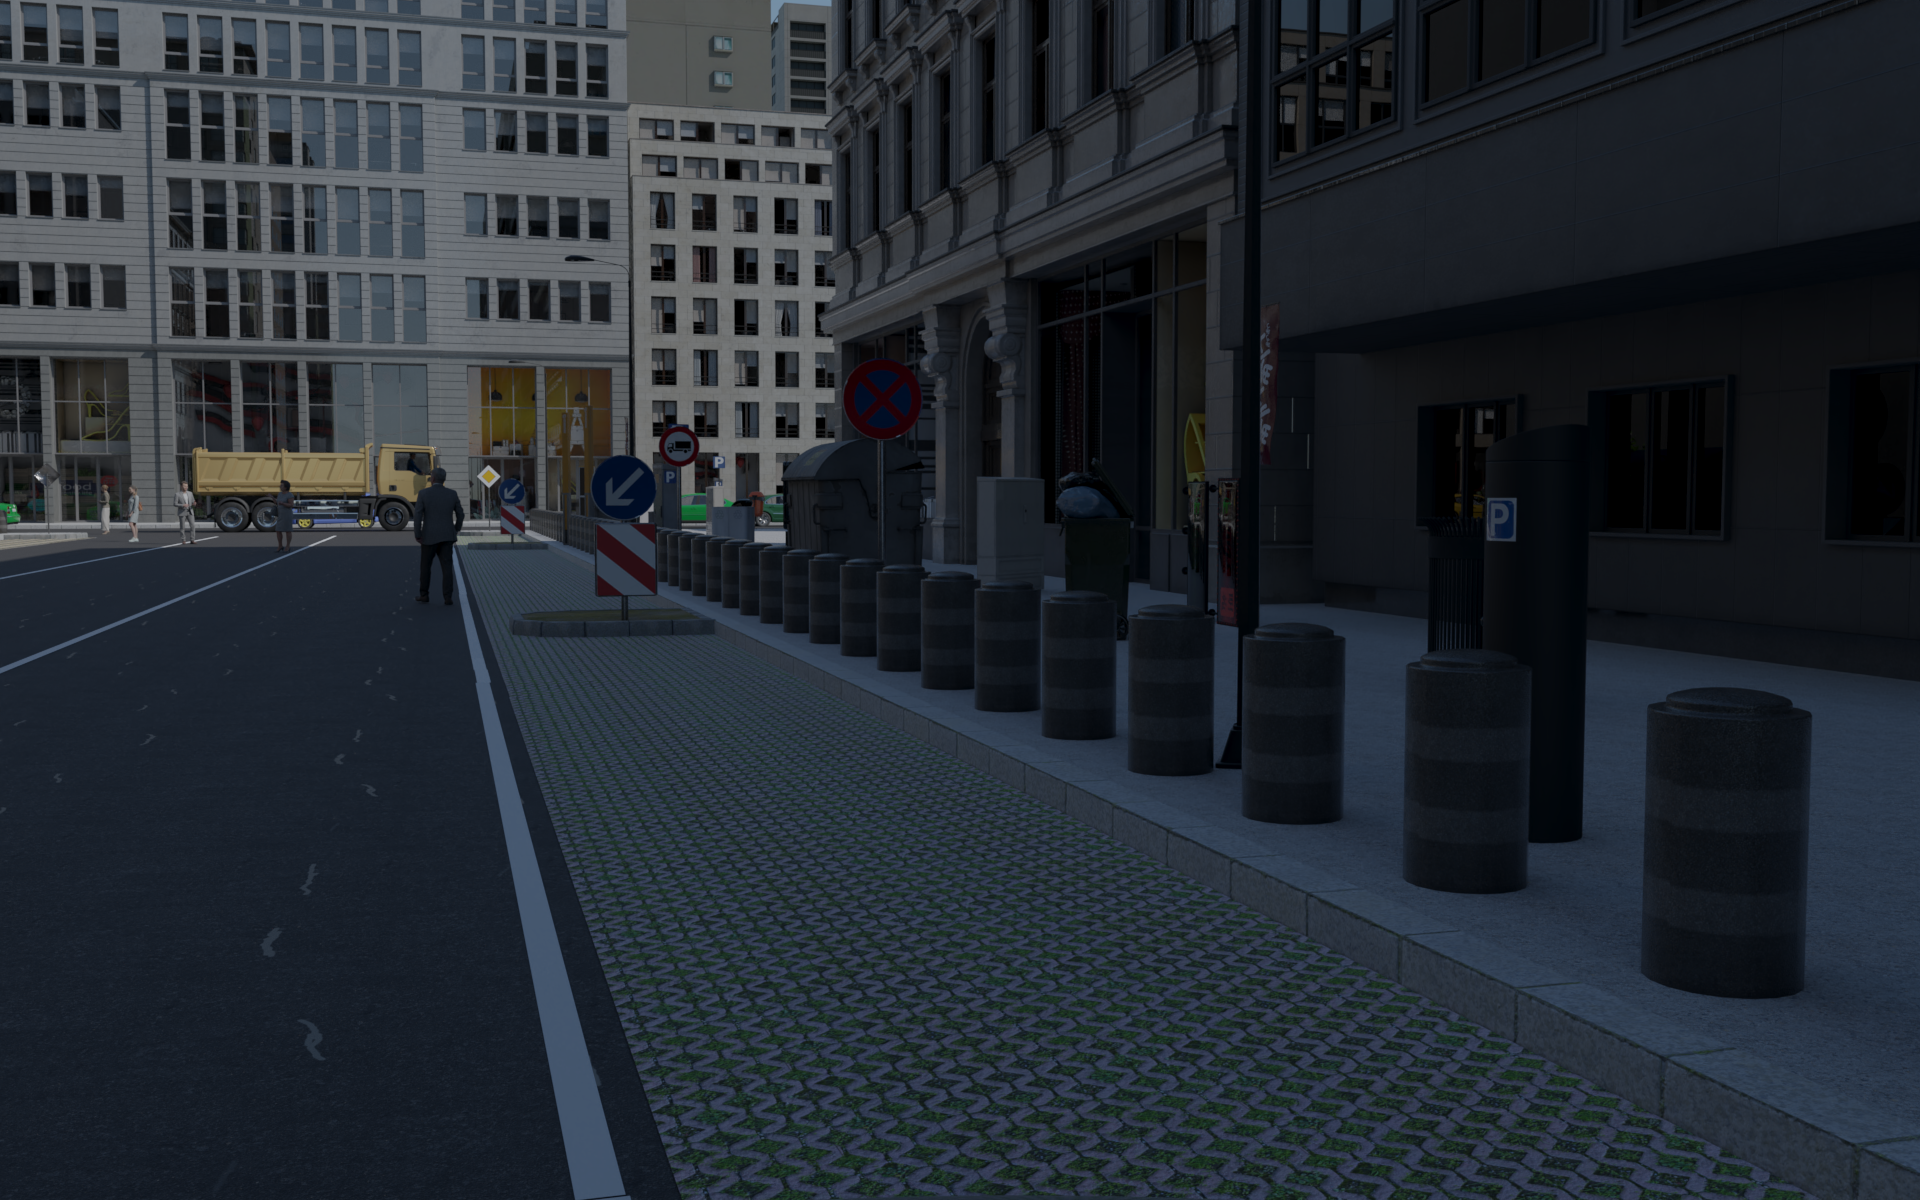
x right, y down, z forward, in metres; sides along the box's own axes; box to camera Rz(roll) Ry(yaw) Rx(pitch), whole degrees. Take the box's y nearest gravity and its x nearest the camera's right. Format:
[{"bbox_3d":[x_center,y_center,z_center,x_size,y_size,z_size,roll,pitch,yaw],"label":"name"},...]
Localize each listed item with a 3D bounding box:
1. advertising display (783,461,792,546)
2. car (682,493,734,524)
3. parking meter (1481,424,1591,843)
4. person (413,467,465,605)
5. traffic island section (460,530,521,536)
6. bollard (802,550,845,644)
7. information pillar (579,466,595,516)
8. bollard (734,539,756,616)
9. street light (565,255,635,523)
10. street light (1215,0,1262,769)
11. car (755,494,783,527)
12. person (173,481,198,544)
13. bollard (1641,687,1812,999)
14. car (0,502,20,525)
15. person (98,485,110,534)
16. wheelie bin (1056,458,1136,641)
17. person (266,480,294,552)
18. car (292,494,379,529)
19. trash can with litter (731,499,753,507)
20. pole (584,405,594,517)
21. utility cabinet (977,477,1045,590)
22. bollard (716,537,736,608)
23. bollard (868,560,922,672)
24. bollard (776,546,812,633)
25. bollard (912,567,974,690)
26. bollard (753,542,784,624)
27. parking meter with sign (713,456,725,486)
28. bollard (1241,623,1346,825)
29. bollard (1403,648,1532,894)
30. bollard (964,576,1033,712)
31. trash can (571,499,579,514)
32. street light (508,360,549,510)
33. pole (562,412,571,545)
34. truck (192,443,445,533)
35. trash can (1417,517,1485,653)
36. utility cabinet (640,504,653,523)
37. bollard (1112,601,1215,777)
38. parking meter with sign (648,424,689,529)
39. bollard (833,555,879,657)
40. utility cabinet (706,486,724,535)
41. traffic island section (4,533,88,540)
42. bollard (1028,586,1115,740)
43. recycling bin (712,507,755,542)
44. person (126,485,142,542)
[{"bbox_3d":[-3.349,-1.801,34.656,0.123,1.923,0.974,1,4,10],"label":"advertising display"},{"bbox_3d":[-11.395,-3.933,73.104,4.718,1.807,1.959,-1,4,-15],"label":"car"},{"bbox_3d":[2.154,0.117,6.495,0.372,1.533,0.369,0,3,0],"label":"parking meter"},{"bbox_3d":[-6.846,-0.840,22.630,0.661,1.777,0.834,-3,4,-37],"label":"person"},{"bbox_3d":[-16.243,-2.301,59.898,2.009,0.180,2.903,-1,4,-17],"label":"traffic island section"},{"bbox_3d":[-1.104,-0.015,14.960,0.404,0.777,0.398,0,3,0],"label":"bollard"},{"bbox_3d":[-9.869,-2.530,45.858,0.304,2.012,0.304,2,4,31],"label":"information pillar"},{"bbox_3d":[-2.144,-0.226,18.413,0.404,0.777,0.398,0,3,0],"label":"bollard"},{"bbox_3d":[-7.005,-3.758,33.991,1.470,5.913,1.316,-1,4,-17],"label":"street light"},{"bbox_3d":[0.840,-2.161,7.868,1.470,5.913,1.316,-1,4,-17],"label":"street light"},{"bbox_3d":[-7.579,-4.002,77.232,4.920,1.459,2.131,-1,4,-16],"label":"car"},{"bbox_3d":[-22.073,-2.492,49.437,0.583,1.804,0.606,3,4,37],"label":"person"},{"bbox_3d":[2.019,0.620,4.572,0.404,0.777,0.398,0,3,0],"label":"bollard"},{"bbox_3d":[-38.504,-3.496,65.960,4.718,1.807,1.959,-1,4,-16],"label":"car"},{"bbox_3d":[-30.562,-3.229,61.847,0.362,1.759,0.519,-1,4,-21],"label":"person"},{"bbox_3d":[1.204,-0.457,15.385,0.693,1.594,0.980,0,4,4],"label":"wheelie bin"},{"bbox_3d":[-16.727,-2.061,42.561,0.716,1.782,0.532,2,4,26],"label":"person"},{"bbox_3d":[-26.186,-3.845,72.451,3.694,1.707,1.945,-1,4,-16],"label":"car"},{"bbox_3d":[-5.432,-1.884,42.194,0.624,1.170,1.055,-2,4,-26],"label":"trash can with litter"},{"bbox_3d":[-8.558,-2.821,39.967,0.158,3.312,0.155,0,3,0],"label":"pole"},{"bbox_3d":[0.676,-0.846,22.508,0.318,1.500,1.173,2,4,34],"label":"utility cabinet"},{"bbox_3d":[-2.494,-0.297,19.580,0.404,0.777,0.398,0,3,0],"label":"bollard"},{"bbox_3d":[-0.408,0.126,12.652,0.404,0.777,0.398,0,3,0],"label":"bollard"},{"bbox_3d":[-1.447,-0.085,16.112,0.404,0.777,0.398,0,3,0],"label":"bollard"},{"bbox_3d":[-0.059,0.197,11.495,0.404,0.777,0.398,0,3,0],"label":"bollard"},{"bbox_3d":[-1.798,-0.156,17.261,0.404,0.777,0.398,0,3,0],"label":"bollard"},{"bbox_3d":[-11.267,-5.179,80.932,0.543,3.016,1.738,-1,4,-9],"label":"parking meter with sign"},{"bbox_3d":[1.325,0.479,6.888,0.404,0.777,0.398,0,3,0],"label":"bollard"},{"bbox_3d":[1.675,0.550,5.724,0.404,0.777,0.398,0,3,0],"label":"bollard"},{"bbox_3d":[0.286,0.267,10.344,0.404,0.777,0.398,0,3,0],"label":"bollard"},{"bbox_3d":[-11.810,-2.575,53.754,0.748,1.137,0.748,0,3,0],"label":"trash can"},{"bbox_3d":[-14.921,-5.360,60.170,1.470,5.913,1.316,-1,4,-17],"label":"street light"},{"bbox_3d":[-9.851,-3.029,43.371,0.158,3.312,0.155,0,3,0],"label":"pole"},{"bbox_3d":[-23.999,-4.317,66.499,9.791,3.379,3.469,-1,4,-18],"label":"truck"},{"bbox_3d":[3.205,0.058,10.708,0.748,1.137,0.748,0,3,0],"label":"trash can"},{"bbox_3d":[-10.425,-2.875,58.163,1.020,1.237,0.306,-3,5,-40],"label":"utility cabinet"},{"bbox_3d":[0.979,0.408,8.039,0.404,0.777,0.398,0,3,0],"label":"bollard"},{"bbox_3d":[-7.446,-2.911,43.859,0.543,3.016,1.738,-2,4,-32],"label":"parking meter with sign"},{"bbox_3d":[-0.755,0.056,13.803,0.404,0.777,0.398,0,3,0],"label":"bollard"},{"bbox_3d":[-6.783,-2.396,47.855,0.318,1.500,1.173,-1,4,-18],"label":"utility cabinet"},{"bbox_3d":[-29.454,-2.059,55.945,2.009,0.180,2.903,-1,4,-17],"label":"traffic island section"},{"bbox_3d":[0.632,0.338,9.189,0.404,0.777,0.398,0,3,0],"label":"bollard"},{"bbox_3d":[-4.533,-1.351,34.650,0.722,1.027,0.722,0,4,7],"label":"recycling bin"},{"bbox_3d":[-24.942,-2.616,52.274,0.512,1.701,0.522,3,5,41],"label":"person"}]
